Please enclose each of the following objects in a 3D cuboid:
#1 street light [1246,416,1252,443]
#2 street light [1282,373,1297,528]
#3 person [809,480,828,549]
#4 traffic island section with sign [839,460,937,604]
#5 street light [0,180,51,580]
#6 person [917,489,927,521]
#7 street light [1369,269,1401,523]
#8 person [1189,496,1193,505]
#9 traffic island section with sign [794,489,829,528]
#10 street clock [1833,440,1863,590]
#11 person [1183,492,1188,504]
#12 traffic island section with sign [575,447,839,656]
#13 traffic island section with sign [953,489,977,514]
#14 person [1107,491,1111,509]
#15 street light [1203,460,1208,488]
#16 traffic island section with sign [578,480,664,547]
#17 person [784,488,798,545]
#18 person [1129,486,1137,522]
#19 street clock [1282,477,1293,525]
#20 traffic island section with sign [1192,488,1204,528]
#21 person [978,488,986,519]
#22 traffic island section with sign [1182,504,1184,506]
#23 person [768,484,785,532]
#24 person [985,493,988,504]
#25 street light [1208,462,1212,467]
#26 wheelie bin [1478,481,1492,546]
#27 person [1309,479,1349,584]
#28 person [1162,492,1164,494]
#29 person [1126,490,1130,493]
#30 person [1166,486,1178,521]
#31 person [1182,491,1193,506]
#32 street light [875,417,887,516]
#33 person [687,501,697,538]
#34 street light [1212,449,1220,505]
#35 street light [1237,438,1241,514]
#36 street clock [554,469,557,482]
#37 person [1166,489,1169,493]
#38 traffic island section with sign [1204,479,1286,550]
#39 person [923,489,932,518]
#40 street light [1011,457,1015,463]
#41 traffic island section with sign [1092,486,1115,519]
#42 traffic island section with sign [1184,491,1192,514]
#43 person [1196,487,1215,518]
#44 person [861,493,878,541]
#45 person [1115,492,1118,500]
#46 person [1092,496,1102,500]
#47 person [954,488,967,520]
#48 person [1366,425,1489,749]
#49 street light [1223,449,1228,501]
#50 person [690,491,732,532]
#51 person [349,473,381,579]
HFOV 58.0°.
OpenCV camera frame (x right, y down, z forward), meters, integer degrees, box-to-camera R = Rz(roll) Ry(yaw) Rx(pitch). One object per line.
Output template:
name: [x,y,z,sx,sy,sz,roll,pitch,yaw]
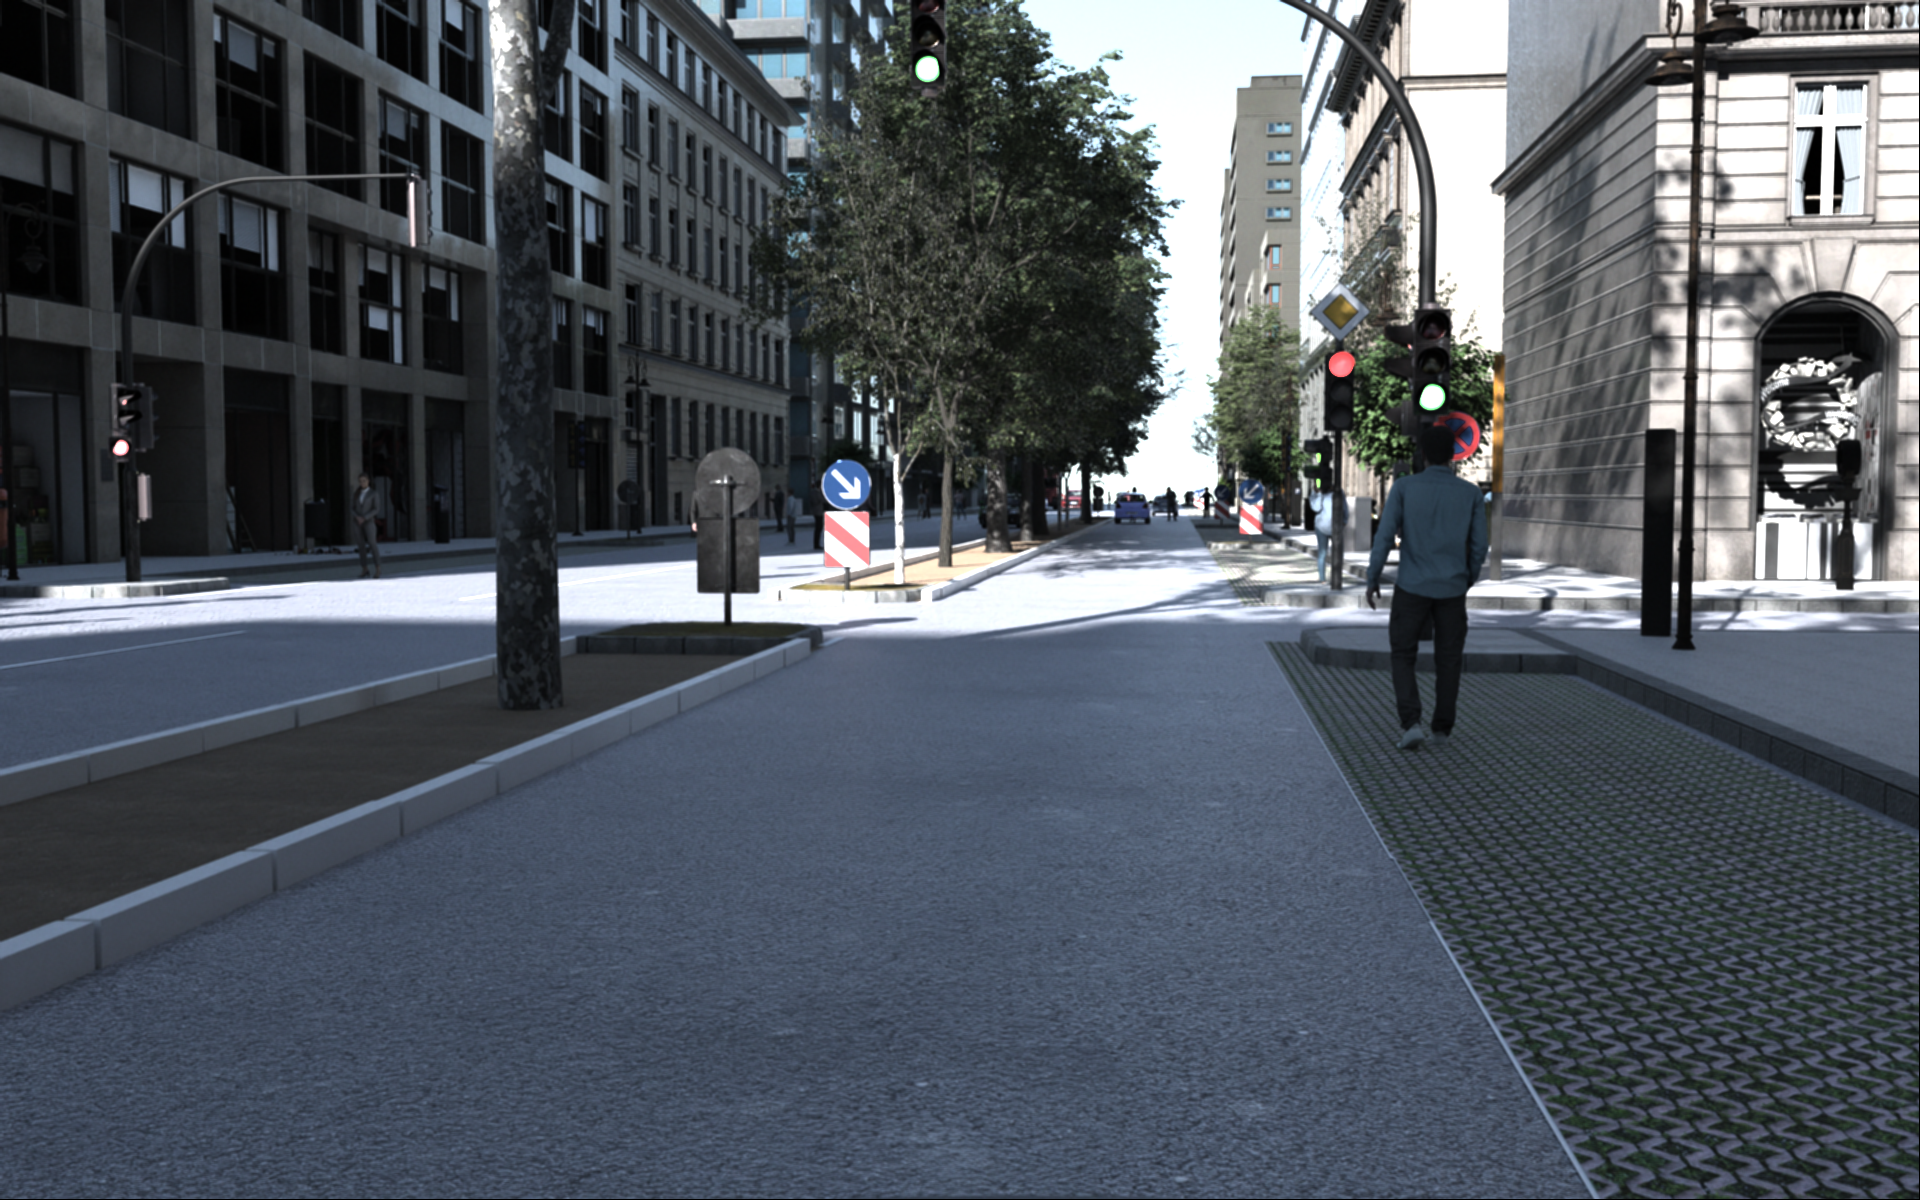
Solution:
street light: [15.999,-7.500,95.420,0.468,5.910,1.993,0,4,7]
street light: [12.427,-5.664,65.402,0.468,5.910,1.993,0,4,7]
person: [-3.668,-2.226,45.074,0.473,1.802,0.592,-1,4,-13]
traffic island section with sign: [-1.424,-0.949,23.650,2.006,1.907,1.989,0,4,7]
street light: [-14.135,-3.235,25.678,0.468,5.910,1.993,0,4,7]
person: [-2.041,-5.074,92.457,0.512,1.701,0.522,0,4,2]
street light: [8.737,-3.849,35.719,0.468,5.910,1.993,0,4,7]
person: [27.467,-11.888,206.049,0.799,1.438,0.628,2,4,27]
traffic island section with sign: [-5.987,-4.040,74.674,1.989,1.847,2.006,0,4,7]
street clock: [11.847,-1.135,23.131,0.358,2.002,0.471,1,4,17]
person: [30.641,-13.795,234.598,0.990,1.755,0.434,1,4,20]
traffic island section with sign: [-2.345,-0.499,16.301,2.006,1.907,1.989,0,4,7]
traffic island section with sign: [0.175,-7.076,124.317,1.989,1.847,2.006,0,4,7]
person: [14.170,-9.441,163.550,0.721,1.739,1.217,1,4,10]
street light: [32.243,-15.479,225.867,0.468,5.910,1.993,0,4,7]
traffic island section with sign: [-9.300,-2.403,47.923,1.989,1.847,2.006,0,4,7]
person: [-4.736,-2.338,48.543,0.330,1.601,0.589,1,4,19]
person: [8.942,-4.912,88.813,0.555,1.821,0.388,-1,4,-19]
street clock: [13.624,-4.124,72.005,0.358,2.002,0.471,-2,4,-34]
traffic island section with sign: [10.866,-3.919,72.710,1.989,1.847,2.006,0,4,7]
person: [1.339,-5.504,98.894,0.834,1.777,0.661,-3,5,-43]
traffic island section with sign: [20.369,-8.603,149.281,1.989,1.847,2.006,0,4,7]
person: [-6.912,-3.466,65.348,0.590,1.801,0.661,-2,4,-33]
person: [1.485,-4.308,79.334,0.661,1.777,0.834,1,4,12]
street light: [28.567,-13.630,195.645,0.468,5.910,1.993,0,4,7]
wheelie bin: [13.095,-2.142,42.925,0.693,1.594,0.980,-2,4,-30]
person: [5.465,-1.029,25.589,0.793,1.790,0.793,-3,5,-40]
person: [27.531,-13.772,234.617,0.756,1.711,0.436,0,3,0]
person: [12.080,-6.984,123.410,0.721,1.743,1.217,-3,5,-42]
person: [11.414,-5.203,93.374,0.655,1.846,0.447,0,4,2]
person: [26.508,-11.819,201.749,1.348,1.823,0.705,1,4,9]
street light: [-4.638,-7.899,101.936,0.468,5.910,1.993,0,4,7]
person: [-8.724,-2.647,56.448,0.362,1.253,0.373,-3,5,-41]
street light: [25.717,-12.247,173.033,0.468,5.910,1.993,0,4,7]
street light: [18.255,-8.603,113.441,0.468,5.910,1.993,0,4,7]
street clock: [-11.300,-2.631,47.589,0.471,2.002,0.358,3,5,43]
person: [15.740,-7.541,131.426,1.348,1.869,0.705,3,5,41]
traffic island section with sign: [7.493,-2.251,45.438,1.989,1.847,2.006,0,4,7]
person: [-1.996,-5.711,102.431,0.434,1.755,0.990,-3,5,-40]
street light: [5.673,-12.988,185.144,0.468,5.910,1.993,0,4,7]
traffic island section with sign: [7.809,-5.510,98.222,2.006,1.907,1.989,0,4,7]
traffic island section with sign: [17.049,-6.967,122.530,1.989,1.847,2.006,0,4,7]
person: [14.672,-5.812,103.163,1.348,1.869,0.705,3,5,44]
person: [-2.840,-2.642,52.286,0.593,1.750,0.643,3,4,38]
person: [22.922,-14.869,252.394,1.217,1.735,0.721,0,4,-6]
person: [11.772,-8.551,148.442,1.348,1.807,0.705,-3,5,-41]
person: [0.050,-5.311,95.932,0.593,1.750,0.643,-3,5,-41]
person: [2.643,-0.077,9.776,0.660,1.820,0.620,0,4,3]
street light: [22.025,-10.432,143.350,0.468,5.910,1.993,0,4,7]
person: [-4.107,-1.223,28.269,0.659,1.850,0.755,1,4,9]
person: [-10.126,-1.265,29.451,0.520,1.790,0.573,-1,4,-12]
